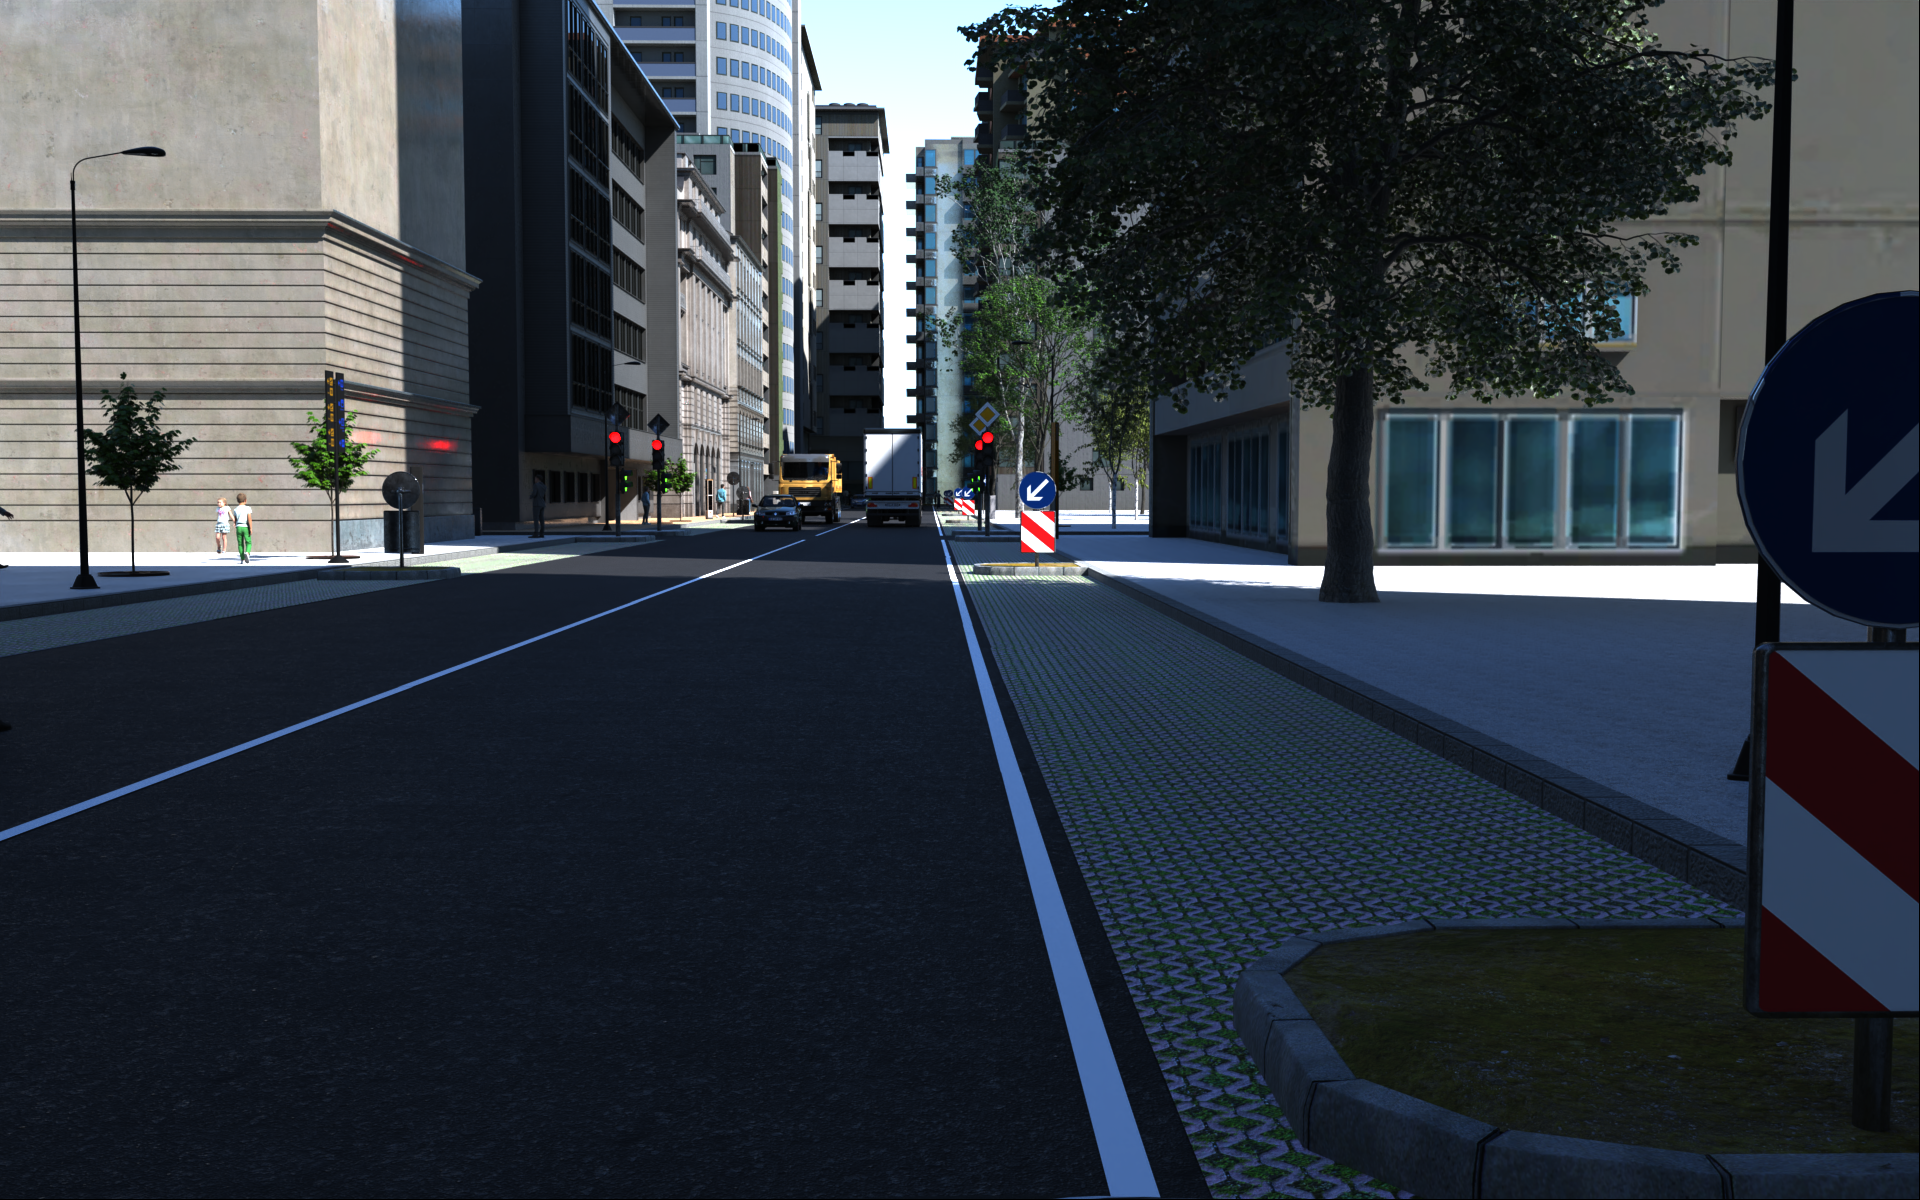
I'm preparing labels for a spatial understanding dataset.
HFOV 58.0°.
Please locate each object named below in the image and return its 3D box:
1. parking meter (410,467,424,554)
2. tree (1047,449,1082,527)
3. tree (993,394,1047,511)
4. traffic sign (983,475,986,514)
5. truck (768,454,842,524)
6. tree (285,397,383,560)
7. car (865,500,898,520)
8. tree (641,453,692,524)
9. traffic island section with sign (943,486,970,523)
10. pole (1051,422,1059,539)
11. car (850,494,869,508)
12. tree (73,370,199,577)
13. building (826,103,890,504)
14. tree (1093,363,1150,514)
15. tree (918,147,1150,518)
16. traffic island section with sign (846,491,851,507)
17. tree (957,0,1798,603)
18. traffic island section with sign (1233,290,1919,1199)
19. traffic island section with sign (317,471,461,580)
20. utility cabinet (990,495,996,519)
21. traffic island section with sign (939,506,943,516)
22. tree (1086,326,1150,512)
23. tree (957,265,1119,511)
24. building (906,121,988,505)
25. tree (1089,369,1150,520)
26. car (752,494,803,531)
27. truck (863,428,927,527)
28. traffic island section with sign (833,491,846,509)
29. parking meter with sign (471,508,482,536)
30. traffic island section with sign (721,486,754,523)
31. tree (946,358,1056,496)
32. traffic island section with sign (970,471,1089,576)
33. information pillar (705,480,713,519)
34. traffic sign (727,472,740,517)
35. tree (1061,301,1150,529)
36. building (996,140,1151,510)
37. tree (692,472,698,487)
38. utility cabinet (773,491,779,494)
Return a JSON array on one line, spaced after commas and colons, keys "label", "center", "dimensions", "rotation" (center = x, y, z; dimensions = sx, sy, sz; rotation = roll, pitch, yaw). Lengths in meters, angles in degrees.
[{"label": "parking meter", "center": [-11.614, -1.917, 37.053], "dimensions": [0.255, 1.863, 0.399], "rotation": [-1, 4, -15]}, {"label": "tree", "center": [3.770, -4.491, 68.031], "dimensions": [1.663, 3.219, 1.824], "rotation": [0, 3, 0]}, {"label": "tree", "center": [4.369, -10.789, 126.757], "dimensions": [4.360, 8.622, 3.978], "rotation": [0, 3, 0]}, {"label": "traffic sign", "center": [1.500, -6.807, 111.405], "dimensions": [0.768, 2.556, 0.104], "rotation": [0, 4, 1]}, {"label": "truck", "center": [-7.371, -5.482, 85.550], "dimensions": [3.469, 3.379, 9.791], "rotation": [0, 4, -1]}, {"label": "tree", "center": [-12.558, -2.437, 34.442], "dimensions": [1.663, 3.219, 1.824], "rotation": [0, 3, 0]}, {"label": "car", "center": [-4.405, -5.471, 98.246], "dimensions": [1.959, 1.807, 4.718], "rotation": [0, 4, -2]}, {"label": "tree", "center": [-12.923, -4.942, 75.405], "dimensions": [1.663, 3.219, 1.824], "rotation": [0, 3, 0]}, {"label": "traffic island section with sign", "center": [0.285, -4.690, 85.313], "dimensions": [1.989, 1.847, 2.006], "rotation": [0, 4, -1]}, {"label": "pole", "center": [2.704, -3.391, 49.292], "dimensions": [0.158, 3.312, 0.155], "rotation": [0, 3, 0]}, {"label": "car", "center": [-10.076, -9.931, 174.368], "dimensions": [2.014, 1.417, 4.499], "rotation": [0, 4, -1]}, {"label": "tree", "center": [-13.133, -1.999, 27.278], "dimensions": [1.663, 3.219, 1.824], "rotation": [0, 3, 0]}, {"label": "building", "center": [-21.311, -39.407, 233.545], "dimensions": [27.495, 52.752, 28.713], "rotation": [0, 4, -1]}, {"label": "tree", "center": [11.894, -10.705, 109.440], "dimensions": [7.601, 10.594, 8.767], "rotation": [0, 4, 5]}, {"label": "tree", "center": [3.971, -14.487, 92.747], "dimensions": [12.611, 20.169, 13.585], "rotation": [0, 3, 0]}, {"label": "traffic island section with sign", "center": [-12.506, -11.135, 190.681], "dimensions": [1.989, 1.847, 2.006], "rotation": [0, 4, -1]}, {"label": "tree", "center": [4.742, -6.957, 20.397], "dimensions": [9.857, 13.997, 8.962], "rotation": [0, 3, 0]}, {"label": "traffic island section with sign", "center": [1.734, 0.272, 4.181], "dimensions": [1.989, 1.847, 2.006], "rotation": [0, 4, -1]}, {"label": "traffic island section with sign", "center": [-9.644, -1.278, 29.531], "dimensions": [1.989, 1.847, 2.006], "rotation": [0, 4, -1]}, {"label": "utility cabinet", "center": [1.679, -4.770, 89.158], "dimensions": [0.306, 1.237, 1.020], "rotation": [0, 4, 1]}, {"label": "traffic island section with sign", "center": [-0.191, -6.342, 112.316], "dimensions": [1.989, 1.847, 2.006], "rotation": [0, 4, -1]}, {"label": "tree", "center": [14.040, -13.150, 125.379], "dimensions": [12.009, 13.543, 11.850], "rotation": [0, 3, 0]}, {"label": "tree", "center": [3.570, -9.255, 77.082], "dimensions": [9.928, 11.665, 9.643], "rotation": [0, 3, 0]}, {"label": "building", "center": [8.075, -37.438, 231.719], "dimensions": [30.456, 49.044, 23.786], "rotation": [0, 4, -1]}, {"label": "tree", "center": [8.813, -8.173, 83.996], "dimensions": [4.737, 8.622, 4.395], "rotation": [0, 3, 0]}, {"label": "car", "center": [-7.131, -3.560, 67.991], "dimensions": [2.009, 1.686, 4.222], "rotation": [0, 4, -3]}, {"label": "truck", "center": [-2.956, -5.523, 79.220], "dimensions": [2.839, 4.237, 11.283], "rotation": [0, 4, -1]}, {"label": "traffic island section with sign", "center": [-12.014, -9.420, 162.648], "dimensions": [1.989, 1.847, 2.006], "rotation": [0, 4, -1]}, {"label": "parking meter with sign", "center": [-15.582, -3.477, 53.115], "dimensions": [1.738, 3.016, 0.543], "rotation": [0, 4, -6]}, {"label": "traffic island section with sign", "center": [-10.644, -4.678, 85.112], "dimensions": [1.989, 1.847, 2.006], "rotation": [0, 4, -1]}, {"label": "tree", "center": [2.479, -11.280, 118.841], "dimensions": [7.601, 10.594, 8.767], "rotation": [2, 4, 29]}, {"label": "traffic island section with sign", "center": [1.238, -1.376, 31.132], "dimensions": [1.989, 1.847, 2.006], "rotation": [0, 4, -1]}, {"label": "information pillar", "center": [-12.828, -5.143, 88.579], "dimensions": [0.304, 2.012, 0.304], "rotation": [-2, 4, -32]}, {"label": "traffic sign", "center": [-12.887, -6.018, 98.493], "dimensions": [0.768, 2.556, 0.104], "rotation": [0, 4, 3]}, {"label": "tree", "center": [5.713, -6.967, 64.271], "dimensions": [4.360, 8.622, 3.978], "rotation": [0, 3, 0]}, {"label": "building", "center": [9.916, -22.795, 144.398], "dimensions": [14.160, 30.474, 14.107], "rotation": [0, 4, -1]}, {"label": "tree", "center": [-12.961, -5.275, 80.849], "dimensions": [1.663, 3.219, 1.824], "rotation": [0, 3, 0]}, {"label": "utility cabinet", "center": [-13.238, -7.147, 125.534], "dimensions": [0.318, 1.500, 1.173], "rotation": [1, 4, 10]}]
